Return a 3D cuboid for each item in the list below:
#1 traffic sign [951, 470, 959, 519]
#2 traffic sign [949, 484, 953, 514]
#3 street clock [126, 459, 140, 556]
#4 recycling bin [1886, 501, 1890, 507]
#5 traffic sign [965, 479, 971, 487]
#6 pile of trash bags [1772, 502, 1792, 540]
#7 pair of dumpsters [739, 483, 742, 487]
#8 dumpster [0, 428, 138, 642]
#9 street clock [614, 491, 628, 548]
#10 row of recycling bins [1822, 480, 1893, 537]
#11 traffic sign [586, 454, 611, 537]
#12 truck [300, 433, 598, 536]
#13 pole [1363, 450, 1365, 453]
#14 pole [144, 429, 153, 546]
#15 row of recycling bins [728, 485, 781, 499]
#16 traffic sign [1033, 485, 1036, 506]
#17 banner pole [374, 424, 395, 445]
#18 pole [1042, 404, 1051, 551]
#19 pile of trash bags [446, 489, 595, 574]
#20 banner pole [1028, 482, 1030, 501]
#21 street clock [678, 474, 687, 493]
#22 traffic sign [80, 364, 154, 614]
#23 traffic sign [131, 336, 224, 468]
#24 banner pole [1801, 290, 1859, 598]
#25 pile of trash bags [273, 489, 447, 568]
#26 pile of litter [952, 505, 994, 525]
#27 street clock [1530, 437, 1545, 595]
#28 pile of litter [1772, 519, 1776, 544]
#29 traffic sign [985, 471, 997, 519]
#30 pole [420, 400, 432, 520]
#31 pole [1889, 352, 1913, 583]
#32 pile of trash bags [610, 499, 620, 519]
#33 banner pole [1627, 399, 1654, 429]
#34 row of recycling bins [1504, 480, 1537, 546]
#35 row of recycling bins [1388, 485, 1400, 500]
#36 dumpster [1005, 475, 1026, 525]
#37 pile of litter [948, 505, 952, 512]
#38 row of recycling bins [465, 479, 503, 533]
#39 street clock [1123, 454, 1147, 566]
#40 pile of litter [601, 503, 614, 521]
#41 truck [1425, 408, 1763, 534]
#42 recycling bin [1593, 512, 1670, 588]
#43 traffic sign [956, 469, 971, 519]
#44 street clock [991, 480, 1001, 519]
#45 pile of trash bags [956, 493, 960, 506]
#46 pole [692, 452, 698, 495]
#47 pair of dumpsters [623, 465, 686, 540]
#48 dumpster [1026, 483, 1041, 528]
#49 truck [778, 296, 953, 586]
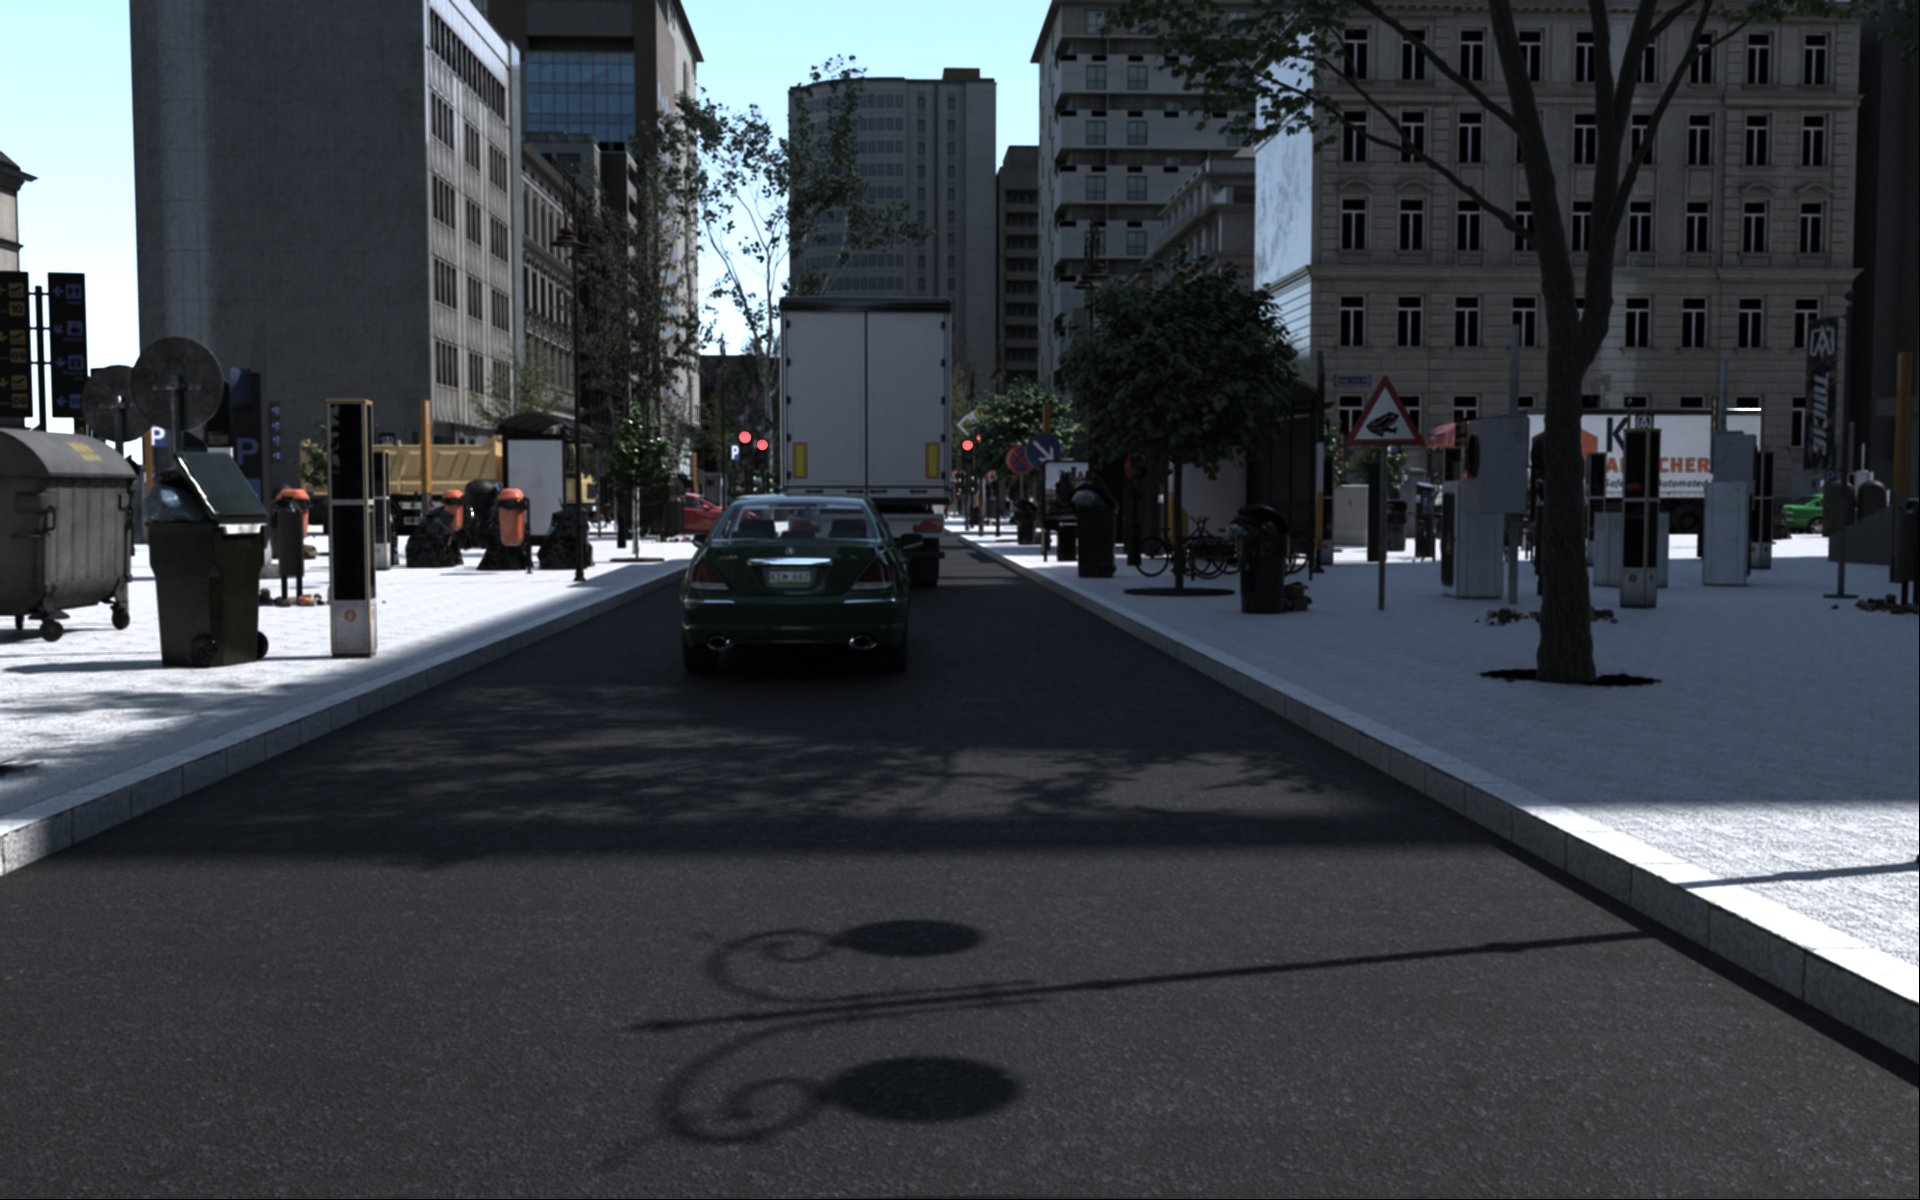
[{"bbox_3d":[-0.264,-5.540,90.692,0.768,2.556,0.104,0,4,5],"label":"traffic sign"},{"bbox_3d":[-0.663,-6.836,111.871,0.768,2.556,0.104,0,4,0],"label":"traffic sign"},{"bbox_3d":[-17.215,-1.909,35.784,0.358,2.002,0.471,3,4,37],"label":"street clock"},{"bbox_3d":[34.175,-3.125,63.645,0.722,1.027,0.722,-1,4,-15],"label":"recycling bin"},{"bbox_3d":[0.625,-8.070,132.048,0.768,2.556,0.104,0,4,3],"label":"traffic sign"},{"bbox_3d":[22.278,-2.403,49.042,1.912,1.369,3.447,3,4,39],"label":"pile of trash bags"},{"bbox_3d":[-14.195,-6.834,114.233,1.574,2.255,4.437,0,4,-3],"label":"pair of dumpsters"},{"bbox_3d":[-8.433,-0.605,15.652,1.264,1.857,1.865,0,4,-3],"label":"dumpster"},{"bbox_3d":[-8.043,-2.236,41.129,0.358,2.002,0.471,0,4,-4],"label":"street clock"},{"bbox_3d":[27.660,-2.721,51.596,3.534,1.692,1.069,1,4,10],"label":"row of recycling bins"},{"bbox_3d":[-10.840,-3.173,51.986,0.768,2.556,0.104,0,4,-2],"label":"traffic sign"},{"bbox_3d":[-15.846,-3.652,55.640,9.791,3.379,3.469,0,4,-1],"label":"truck"},{"bbox_3d":[14.270,-4.107,60.990,0.158,3.312,0.155,0,3,0],"label":"pole"},{"bbox_3d":[-20.162,-3.011,43.068,0.158,3.312,0.155,0,3,0],"label":"pole"},{"bbox_3d":[-9.518,-4.555,81.582,3.534,1.692,1.069,2,4,35],"label":"row of recycling bins"},{"bbox_3d":[2.218,-3.142,51.484,0.768,2.556,0.104,0,4,5],"label":"traffic sign"},{"bbox_3d":[-20.648,-4.407,62.072,0.863,3.779,0.401,-1,4,-22],"label":"banner pole"},{"bbox_3d":[1.960,-2.781,39.318,0.158,3.312,0.155,0,3,0],"label":"pole"},{"bbox_3d":[-7.280,-1.199,29.354,1.912,1.369,3.447,0,4,-3],"label":"pile of trash bags"},{"bbox_3d":[2.572,-4.385,61.708,0.401,3.779,0.863,-2,4,-31],"label":"banner pole"},{"bbox_3d":[-9.845,-3.474,61.378,0.358,2.002,0.471,-2,4,-29],"label":"street clock"},{"bbox_3d":[-8.263,-1.036,17.051,0.768,2.556,0.104,0,4,-1],"label":"traffic sign"},{"bbox_3d":[-6.332,-0.851,14.020,0.768,2.556,0.104,0,4,3],"label":"traffic sign"},{"bbox_3d":[10.839,-1.930,21.579,0.401,3.779,0.863,-1,4,-21],"label":"banner pole"},{"bbox_3d":[-10.583,-1.297,30.951,3.447,1.369,1.912,0,4,6],"label":"pile of trash bags"},{"bbox_3d":[0.731,-3.629,73.302,1.176,0.858,1.719,-2,4,-32],"label":"pile of litter"},{"bbox_3d":[7.449,-1.058,21.874,0.471,2.002,0.358,-1,4,-23],"label":"street clock"},{"bbox_3d":[20.576,-1.892,44.901,1.176,0.858,1.719,3,4,36],"label":"pile of litter"},{"bbox_3d":[1.706,-5.493,89.919,0.768,2.556,0.104,0,4,2],"label":"traffic sign"},{"bbox_3d":[-11.613,-2.682,37.686,0.158,3.312,0.155,0,3,0],"label":"pole"},{"bbox_3d":[13.568,-1.903,24.963,0.158,3.312,0.155,0,3,0],"label":"pole"},{"bbox_3d":[-15.924,-4.720,86.931,3.447,1.369,1.912,-3,5,-43],"label":"pile of trash bags"},{"bbox_3d":[17.871,-3.407,45.723,0.863,3.779,0.401,1,4,9],"label":"banner pole"},{"bbox_3d":[14.435,-2.264,44.130,1.069,1.692,3.534,2,4,25],"label":"row of recycling bins"},{"bbox_3d":[16.560,-3.321,61.413,3.534,1.692,1.069,-1,4,-10],"label":"row of recycling bins"},{"bbox_3d":[2.746,-4.336,73.379,1.502,2.255,1.985,0,4,-3],"label":"dumpster"},{"bbox_3d":[-0.869,-6.641,122.545,1.719,0.858,1.176,0,4,-6],"label":"pile of litter"},{"bbox_3d":[-13.298,-2.569,49.114,1.069,1.692,3.534,0,4,-2],"label":"row of recycling bins"},{"bbox_3d":[3.133,-1.622,31.088,0.358,2.002,0.471,-2,4,-26],"label":"street clock"},{"bbox_3d":[-17.272,-4.260,83.623,1.176,0.858,1.719,-1,4,-10],"label":"pile of litter"},{"bbox_3d":[20.634,-4.214,57.819,11.283,4.237,2.839,0,4,-2],"label":"truck"},{"bbox_3d":[9.270,-0.696,23.932,0.722,1.027,0.722,-1,4,-19],"label":"recycling bin"},{"bbox_3d":[0.178,-5.356,87.673,0.768,2.556,0.104,0,4,3],"label":"traffic sign"},{"bbox_3d":[1.851,-5.183,89.314,0.471,2.002,0.358,1,4,13],"label":"street clock"},{"bbox_3d":[0.679,-6.665,118.726,1.912,1.369,3.447,-3,4,-37],"label":"pile of trash bags"},{"bbox_3d":[-12.928,-5.540,84.420,0.158,3.312,0.155,0,3,0],"label":"pole"},{"bbox_3d":[-8.993,-2.940,50.557,1.574,2.255,4.437,0,4,-3],"label":"pair of dumpsters"},{"bbox_3d":[3.418,-3.839,65.258,1.502,2.255,1.985,0,4,-3],"label":"dumpster"},{"bbox_3d":[-1.741,-2.527,30.235,2.839,4.237,11.283,0,4,-4],"label":"truck"}]
